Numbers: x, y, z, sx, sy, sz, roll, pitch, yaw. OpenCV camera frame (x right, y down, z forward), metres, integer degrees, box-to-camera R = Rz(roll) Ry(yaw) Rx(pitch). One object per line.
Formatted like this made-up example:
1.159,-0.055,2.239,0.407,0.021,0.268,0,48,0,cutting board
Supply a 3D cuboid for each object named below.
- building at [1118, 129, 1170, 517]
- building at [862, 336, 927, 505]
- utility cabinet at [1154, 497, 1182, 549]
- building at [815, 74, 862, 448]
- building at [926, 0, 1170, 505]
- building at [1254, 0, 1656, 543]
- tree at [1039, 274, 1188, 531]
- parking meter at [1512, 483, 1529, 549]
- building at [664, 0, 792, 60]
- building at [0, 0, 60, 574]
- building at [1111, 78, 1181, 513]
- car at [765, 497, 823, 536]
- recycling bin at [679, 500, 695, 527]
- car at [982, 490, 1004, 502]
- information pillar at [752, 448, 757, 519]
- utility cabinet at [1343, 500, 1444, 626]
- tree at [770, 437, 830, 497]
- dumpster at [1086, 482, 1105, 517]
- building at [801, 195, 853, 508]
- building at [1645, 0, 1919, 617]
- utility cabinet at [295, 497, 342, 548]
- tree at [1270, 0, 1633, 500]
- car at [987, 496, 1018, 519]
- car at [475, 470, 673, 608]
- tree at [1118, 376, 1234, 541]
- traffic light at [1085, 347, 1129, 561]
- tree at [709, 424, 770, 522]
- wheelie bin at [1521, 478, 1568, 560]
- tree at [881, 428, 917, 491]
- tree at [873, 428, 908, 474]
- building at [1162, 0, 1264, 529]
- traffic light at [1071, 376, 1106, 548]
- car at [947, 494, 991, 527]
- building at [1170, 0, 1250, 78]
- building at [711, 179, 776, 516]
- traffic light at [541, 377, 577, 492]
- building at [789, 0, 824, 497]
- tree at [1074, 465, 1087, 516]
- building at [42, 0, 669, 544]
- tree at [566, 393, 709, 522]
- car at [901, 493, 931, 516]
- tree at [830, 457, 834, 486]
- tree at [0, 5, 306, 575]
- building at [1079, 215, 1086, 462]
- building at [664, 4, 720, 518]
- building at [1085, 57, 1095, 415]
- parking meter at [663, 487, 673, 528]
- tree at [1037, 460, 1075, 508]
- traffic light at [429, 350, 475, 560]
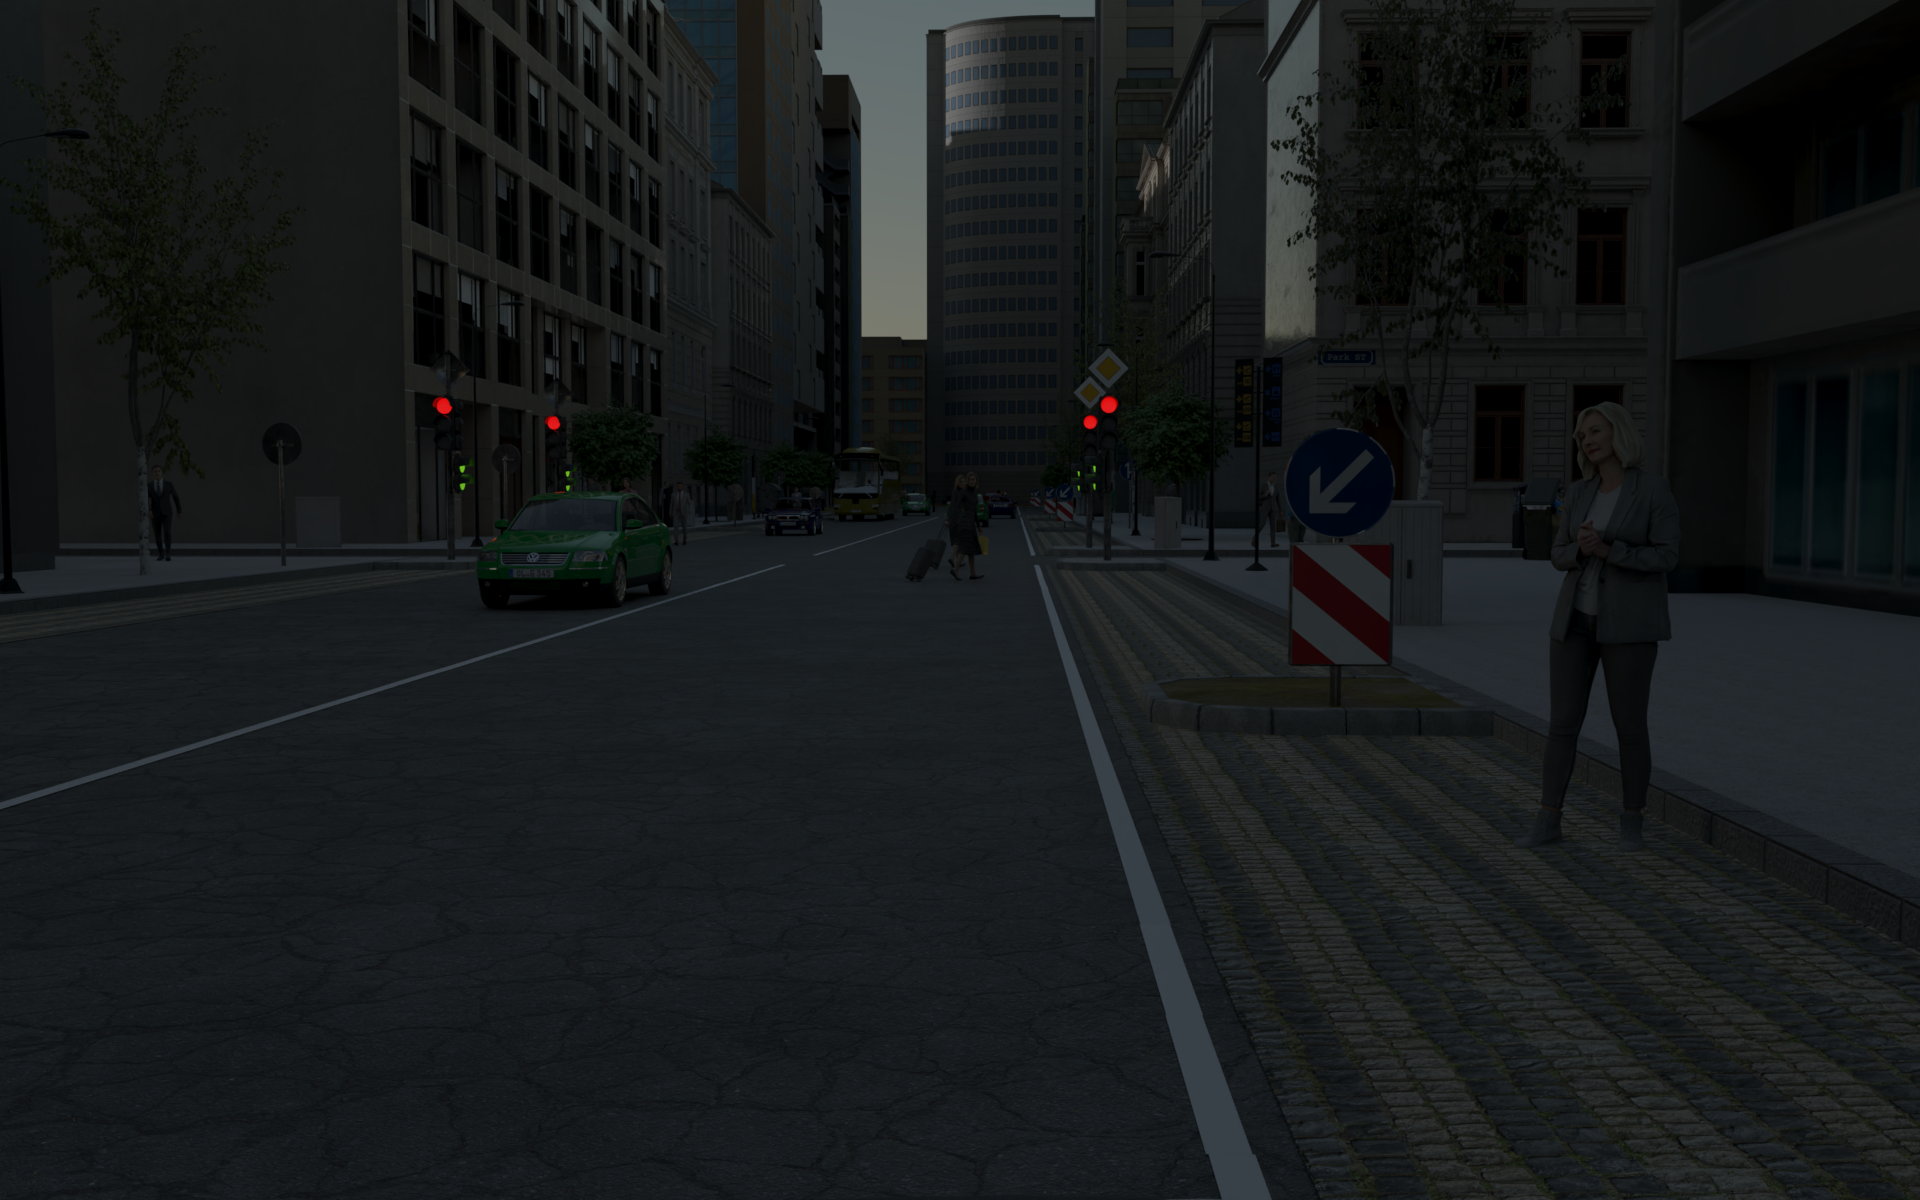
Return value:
16.351,-17.111,98.851,14.460,24.649,34.723,0,4,2,building
-18.437,-22.797,217.775,28.899,21.520,27.650,0,4,2,building
4.929,-1.823,40.971,0.306,1.237,1.020,2,4,29,utility cabinet
-18.051,-32.563,182.510,14.200,45.320,14.600,0,4,2,building
10.125,-41.011,212.528,28.212,58.520,21.231,0,4,2,building
19.227,-13.040,49.358,21.152,22.565,11.583,0,4,2,building
5.702,-6.545,57.381,4.737,8.622,4.395,0,3,0,tree
13.228,-1.985,40.858,0.372,1.533,0.369,0,3,0,parking meter
-19.752,-28.969,123.751,14.600,45.320,14.200,0,4,2,building
-27.447,-14.079,23.700,24.014,27.812,14.314,0,4,2,building
17.777,-21.536,123.815,14.160,30.474,14.107,0,4,2,building
-5.820,-2.955,60.893,1.945,1.354,3.894,0,4,1,car
-10.835,-3.393,68.037,0.722,1.027,0.722,0,4,3,recycling bin
3.116,-9.509,164.141,2.281,1.827,5.304,0,4,1,car
-10.428,-5.885,87.577,0.183,3.616,0.504,0,4,2,information pillar
4.188,-0.355,16.963,1.020,1.237,0.306,0,4,7,utility cabinet
-9.999,-7.075,99.397,4.285,4.588,4.351,0,3,0,tree
6.516,-4.582,80.668,1.264,1.857,1.865,0,4,2,dumpster
-17.924,-24.163,166.772,14.160,30.474,14.107,0,4,2,building
19.466,-23.684,10.942,21.300,48.544,21.600,0,4,2,building
-15.385,-1.857,41.529,1.020,1.237,0.306,-1,4,-20,utility cabinet
5.314,-4.228,19.493,4.360,8.622,3.978,0,3,0,tree
2.401,-5.440,101.530,1.945,1.354,3.894,0,4,3,car
-5.092,-0.886,23.283,1.959,1.807,4.718,0,4,2,car
5.973,-3.946,48.227,4.285,4.588,4.351,0,3,0,tree
2.829,-2.718,33.359,0.839,4.253,0.868,0,4,2,traffic light
-11.272,-5.929,80.655,4.285,4.588,4.351,0,3,0,tree
11.359,-1.577,33.699,0.693,1.594,0.980,-3,5,-42,wheelie bin
-6.978,-14.622,189.439,4.737,8.622,4.395,0,3,0,tree
-7.808,-14.938,194.598,4.360,8.622,3.978,0,3,0,tree
14.084,-13.653,72.371,9.793,20.994,18.267,0,4,2,building
3.073,-3.206,41.341,0.839,4.253,0.868,0,4,2,traffic light
0.372,-4.117,76.114,1.959,1.807,4.718,0,4,2,car
21.672,-36.824,144.064,21.231,58.520,28.212,0,4,2,building
-17.463,-15.798,107.448,9.793,20.994,18.267,0,4,2,building
-9.682,-3.229,41.714,0.839,4.253,0.868,0,4,2,traffic light
-25.990,-34.010,145.300,28.713,52.752,27.495,0,4,2,building
7.557,-6.624,102.897,1.663,3.219,1.824,0,3,0,tree
-23.341,-15.699,61.200,19.350,26.468,34.151,0,4,2,building
-11.252,-4.442,56.338,4.285,4.588,4.351,0,3,0,tree
-2.890,-6.476,114.675,1.959,1.807,4.718,0,4,0,car
-9.670,-8.135,116.727,4.285,4.588,4.351,0,3,0,tree
-12.675,-4.702,27.241,4.737,8.622,4.395,0,3,0,tree
19.400,-25.021,180.796,14.160,30.474,14.107,0,4,2,building
-20.453,-18.485,88.138,13.634,28.700,20.117,0,4,2,building
18.962,-29.492,165.794,14.154,41.232,14.086,0,4,2,building
-11.182,-3.547,66.399,0.372,1.533,0.369,0,3,0,parking meter
8.580,-10.471,154.919,4.285,4.588,4.351,0,3,0,tree
-9.927,-2.741,33.733,0.839,4.253,0.868,0,4,2,traffic light
